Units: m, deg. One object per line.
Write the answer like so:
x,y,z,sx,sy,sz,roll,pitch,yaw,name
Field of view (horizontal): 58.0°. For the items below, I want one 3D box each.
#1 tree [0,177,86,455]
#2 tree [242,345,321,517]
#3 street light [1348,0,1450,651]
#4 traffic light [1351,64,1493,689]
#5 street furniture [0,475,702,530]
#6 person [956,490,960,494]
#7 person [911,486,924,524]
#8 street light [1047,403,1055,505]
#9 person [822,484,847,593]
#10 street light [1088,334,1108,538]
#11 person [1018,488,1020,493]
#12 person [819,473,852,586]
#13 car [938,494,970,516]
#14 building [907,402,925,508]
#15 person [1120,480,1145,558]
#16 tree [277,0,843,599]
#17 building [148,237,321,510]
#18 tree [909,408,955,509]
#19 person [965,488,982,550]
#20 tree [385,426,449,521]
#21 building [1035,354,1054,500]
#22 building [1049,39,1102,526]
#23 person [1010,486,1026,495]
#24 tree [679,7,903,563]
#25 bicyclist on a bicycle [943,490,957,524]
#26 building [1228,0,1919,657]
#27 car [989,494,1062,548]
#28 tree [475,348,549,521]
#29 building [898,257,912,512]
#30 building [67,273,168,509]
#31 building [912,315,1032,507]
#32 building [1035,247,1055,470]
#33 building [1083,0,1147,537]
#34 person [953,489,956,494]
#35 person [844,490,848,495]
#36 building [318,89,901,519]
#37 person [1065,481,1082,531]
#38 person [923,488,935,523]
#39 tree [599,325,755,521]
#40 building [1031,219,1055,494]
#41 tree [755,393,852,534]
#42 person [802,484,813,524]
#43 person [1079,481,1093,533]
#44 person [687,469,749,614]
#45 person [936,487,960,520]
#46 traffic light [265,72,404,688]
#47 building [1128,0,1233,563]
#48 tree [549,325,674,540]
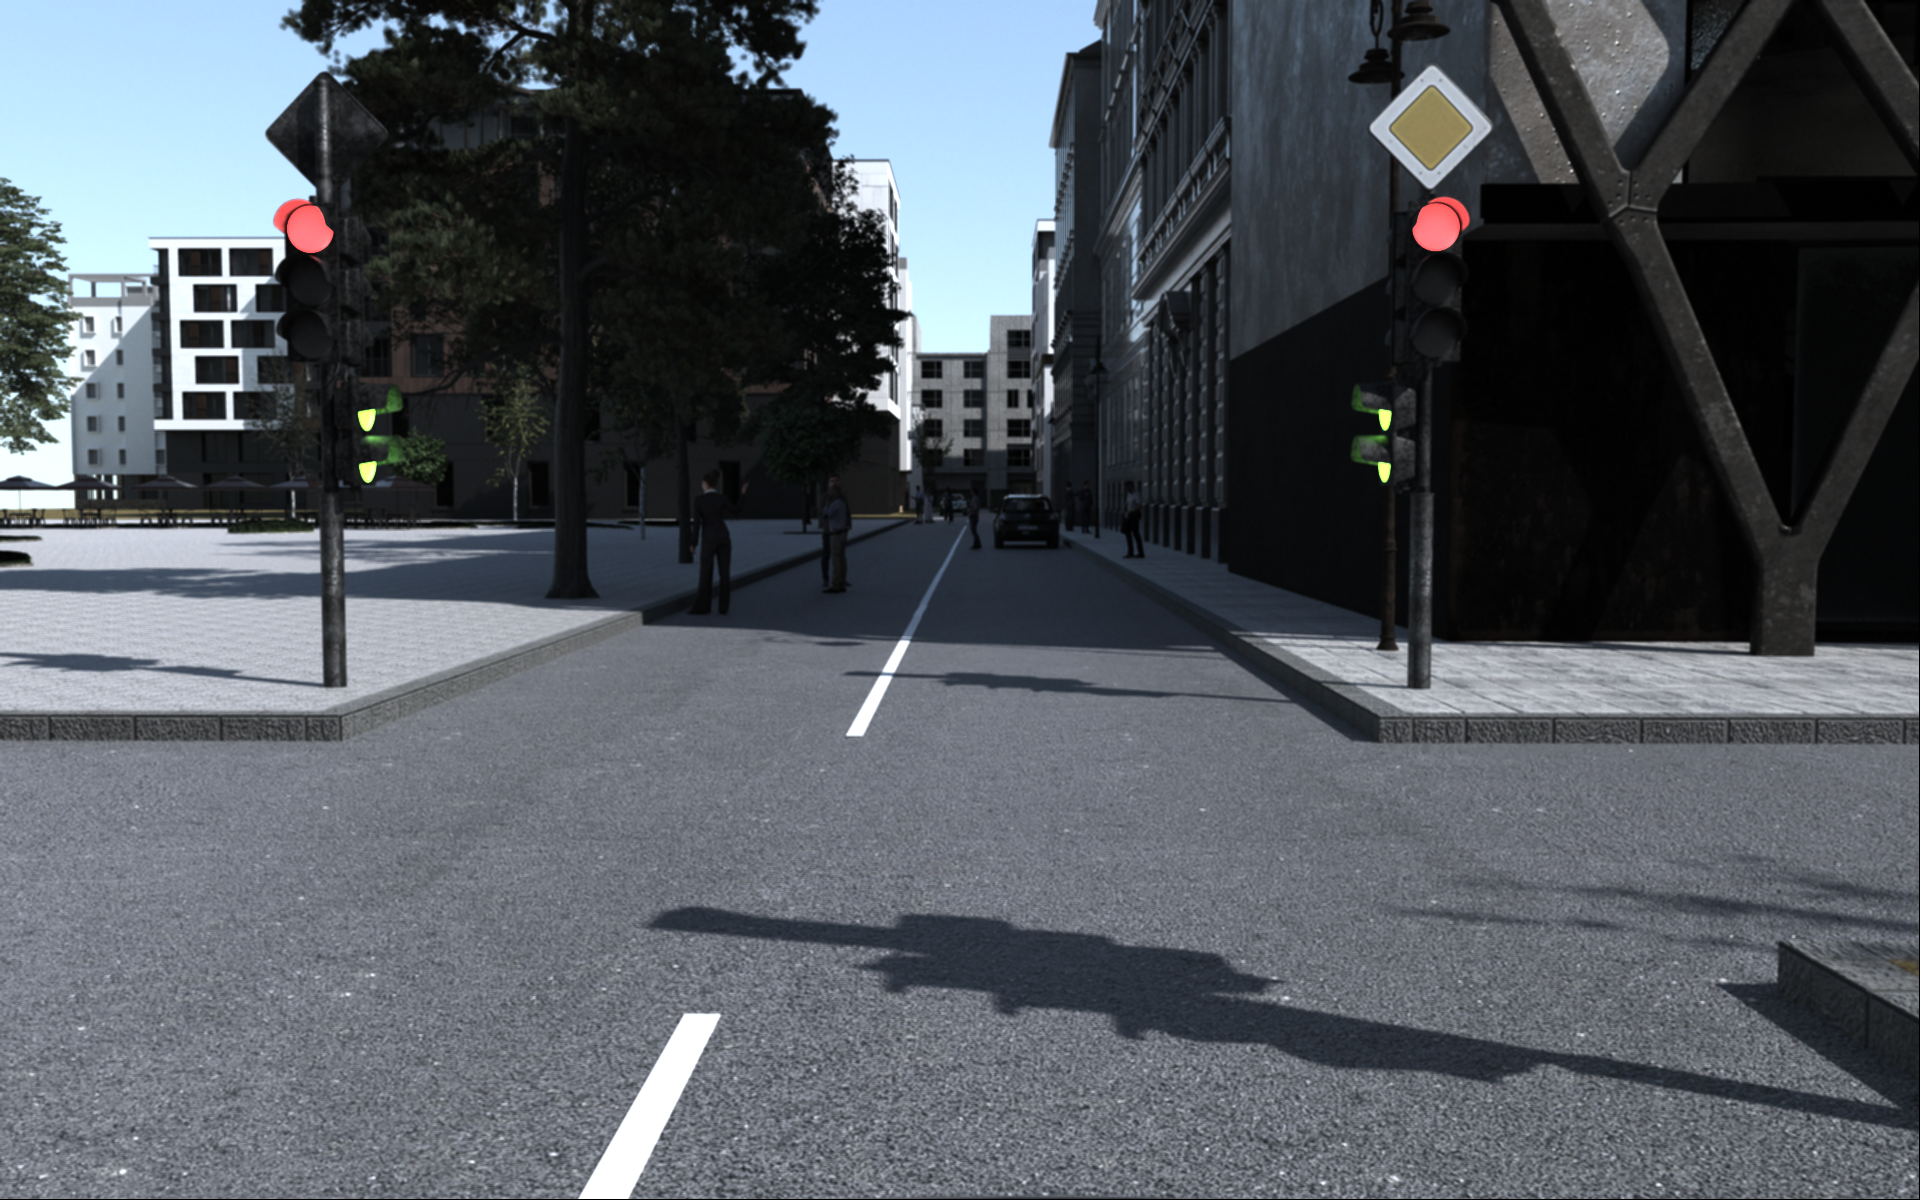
-31.760,-8.379,55.126,7.486,12.596,7.792,0,3,0,tree
-32.964,-8.247,85.203,4.360,8.622,3.978,0,3,0,tree
3.519,-2.525,14.079,0.468,5.910,1.993,0,4,1,street light
3.016,-1.351,11.337,0.839,4.213,0.868,0,4,1,traffic light
-24.556,-3.875,68.379,27.439,1.986,14.083,0,4,2,street furniture
-0.214,-8.972,155.277,1.350,1.814,0.705,2,4,34,person
-2.063,-4.540,82.603,0.599,1.838,0.709,-3,4,-38,person
4.556,-6.919,85.908,0.468,5.910,1.993,0,4,1,street light
-1.820,-0.894,25.183,0.319,1.574,0.516,1,4,22,person
3.995,-4.737,50.244,0.468,5.910,1.993,0,4,1,street light
5.308,-9.126,155.234,0.705,1.826,1.348,1,4,11,person
-1.886,-1.087,26.809,0.617,1.759,0.750,-1,4,-23,person
-0.428,-6.276,114.415,2.131,1.459,4.920,0,4,-1,car
-17.335,-13.228,158.429,28.070,9.664,9.099,0,4,1,building
3.469,-1.615,34.657,0.590,1.554,0.614,-1,4,-17,person
-4.791,-6.063,21.185,6.751,12.117,7.091,0,3,0,tree
-47.959,-18.612,148.277,32.646,21.610,27.936,0,4,1,building
-2.850,-12.079,147.851,4.737,8.622,4.395,0,3,0,tree
0.348,-2.079,44.458,0.435,1.587,0.963,0,4,1,person
-26.177,-6.106,83.549,4.285,4.588,4.351,0,3,0,tree
9.460,-9.885,103.773,9.099,9.664,28.070,0,4,1,building
9.166,-13.949,77.225,9.793,20.994,18.267,0,4,1,building
2.168,-3.673,69.227,0.551,1.740,0.621,2,4,29,person
-4.997,-5.979,32.174,8.767,10.594,7.601,1,4,10,tree
-0.491,-4.432,82.489,1.499,1.676,1.625,0,4,0,bicyclist on a bicycle
12.657,-9.300,19.514,16.811,18.784,16.820,0,4,1,building
1.781,-2.276,46.997,2.009,1.686,4.222,0,4,1,car
-20.876,-8.016,81.420,4.737,8.622,4.395,0,3,0,tree
-11.796,-17.204,137.707,16.016,20.091,11.380,0,4,1,building
-70.147,-18.268,155.100,11.380,20.091,16.016,0,4,1,building
3.102,-19.147,179.511,31.486,18.905,16.747,0,4,1,building
13.394,-16.310,123.091,16.016,20.091,11.380,0,4,1,building
11.531,-16.628,57.780,13.634,28.700,20.117,0,4,1,building
-0.441,-8.234,143.056,0.705,1.831,1.348,-1,4,-15,person
-5.584,-4.533,81.617,0.566,1.644,0.517,0,4,2,person
-18.314,-15.908,104.076,27.936,21.610,32.646,0,4,1,building
3.958,-3.267,60.265,0.742,1.727,0.445,2,4,30,person
-1.537,-4.726,86.446,0.621,1.740,0.551,0,4,-2,person
-13.096,-10.532,79.621,7.806,13.903,7.818,0,3,0,tree
19.894,-18.415,145.057,27.936,21.610,32.646,0,4,1,building
-5.116,-4.444,56.365,4.285,4.588,4.351,0,3,0,tree
-6.443,-4.040,72.905,0.445,1.727,0.742,0,4,1,person
4.094,-3.024,56.401,0.541,1.710,0.530,-1,4,-21,person
-2.891,-0.703,20.789,0.445,1.727,0.742,3,4,37,person
-0.656,-5.239,94.137,1.348,1.826,0.705,1,4,10,person
-4.145,-1.356,11.417,0.839,4.213,0.868,0,4,1,traffic light
9.646,-12.784,37.892,11.050,23.489,19.941,0,4,1,building
-9.024,-6.019,48.773,4.737,8.622,4.395,0,3,0,tree
